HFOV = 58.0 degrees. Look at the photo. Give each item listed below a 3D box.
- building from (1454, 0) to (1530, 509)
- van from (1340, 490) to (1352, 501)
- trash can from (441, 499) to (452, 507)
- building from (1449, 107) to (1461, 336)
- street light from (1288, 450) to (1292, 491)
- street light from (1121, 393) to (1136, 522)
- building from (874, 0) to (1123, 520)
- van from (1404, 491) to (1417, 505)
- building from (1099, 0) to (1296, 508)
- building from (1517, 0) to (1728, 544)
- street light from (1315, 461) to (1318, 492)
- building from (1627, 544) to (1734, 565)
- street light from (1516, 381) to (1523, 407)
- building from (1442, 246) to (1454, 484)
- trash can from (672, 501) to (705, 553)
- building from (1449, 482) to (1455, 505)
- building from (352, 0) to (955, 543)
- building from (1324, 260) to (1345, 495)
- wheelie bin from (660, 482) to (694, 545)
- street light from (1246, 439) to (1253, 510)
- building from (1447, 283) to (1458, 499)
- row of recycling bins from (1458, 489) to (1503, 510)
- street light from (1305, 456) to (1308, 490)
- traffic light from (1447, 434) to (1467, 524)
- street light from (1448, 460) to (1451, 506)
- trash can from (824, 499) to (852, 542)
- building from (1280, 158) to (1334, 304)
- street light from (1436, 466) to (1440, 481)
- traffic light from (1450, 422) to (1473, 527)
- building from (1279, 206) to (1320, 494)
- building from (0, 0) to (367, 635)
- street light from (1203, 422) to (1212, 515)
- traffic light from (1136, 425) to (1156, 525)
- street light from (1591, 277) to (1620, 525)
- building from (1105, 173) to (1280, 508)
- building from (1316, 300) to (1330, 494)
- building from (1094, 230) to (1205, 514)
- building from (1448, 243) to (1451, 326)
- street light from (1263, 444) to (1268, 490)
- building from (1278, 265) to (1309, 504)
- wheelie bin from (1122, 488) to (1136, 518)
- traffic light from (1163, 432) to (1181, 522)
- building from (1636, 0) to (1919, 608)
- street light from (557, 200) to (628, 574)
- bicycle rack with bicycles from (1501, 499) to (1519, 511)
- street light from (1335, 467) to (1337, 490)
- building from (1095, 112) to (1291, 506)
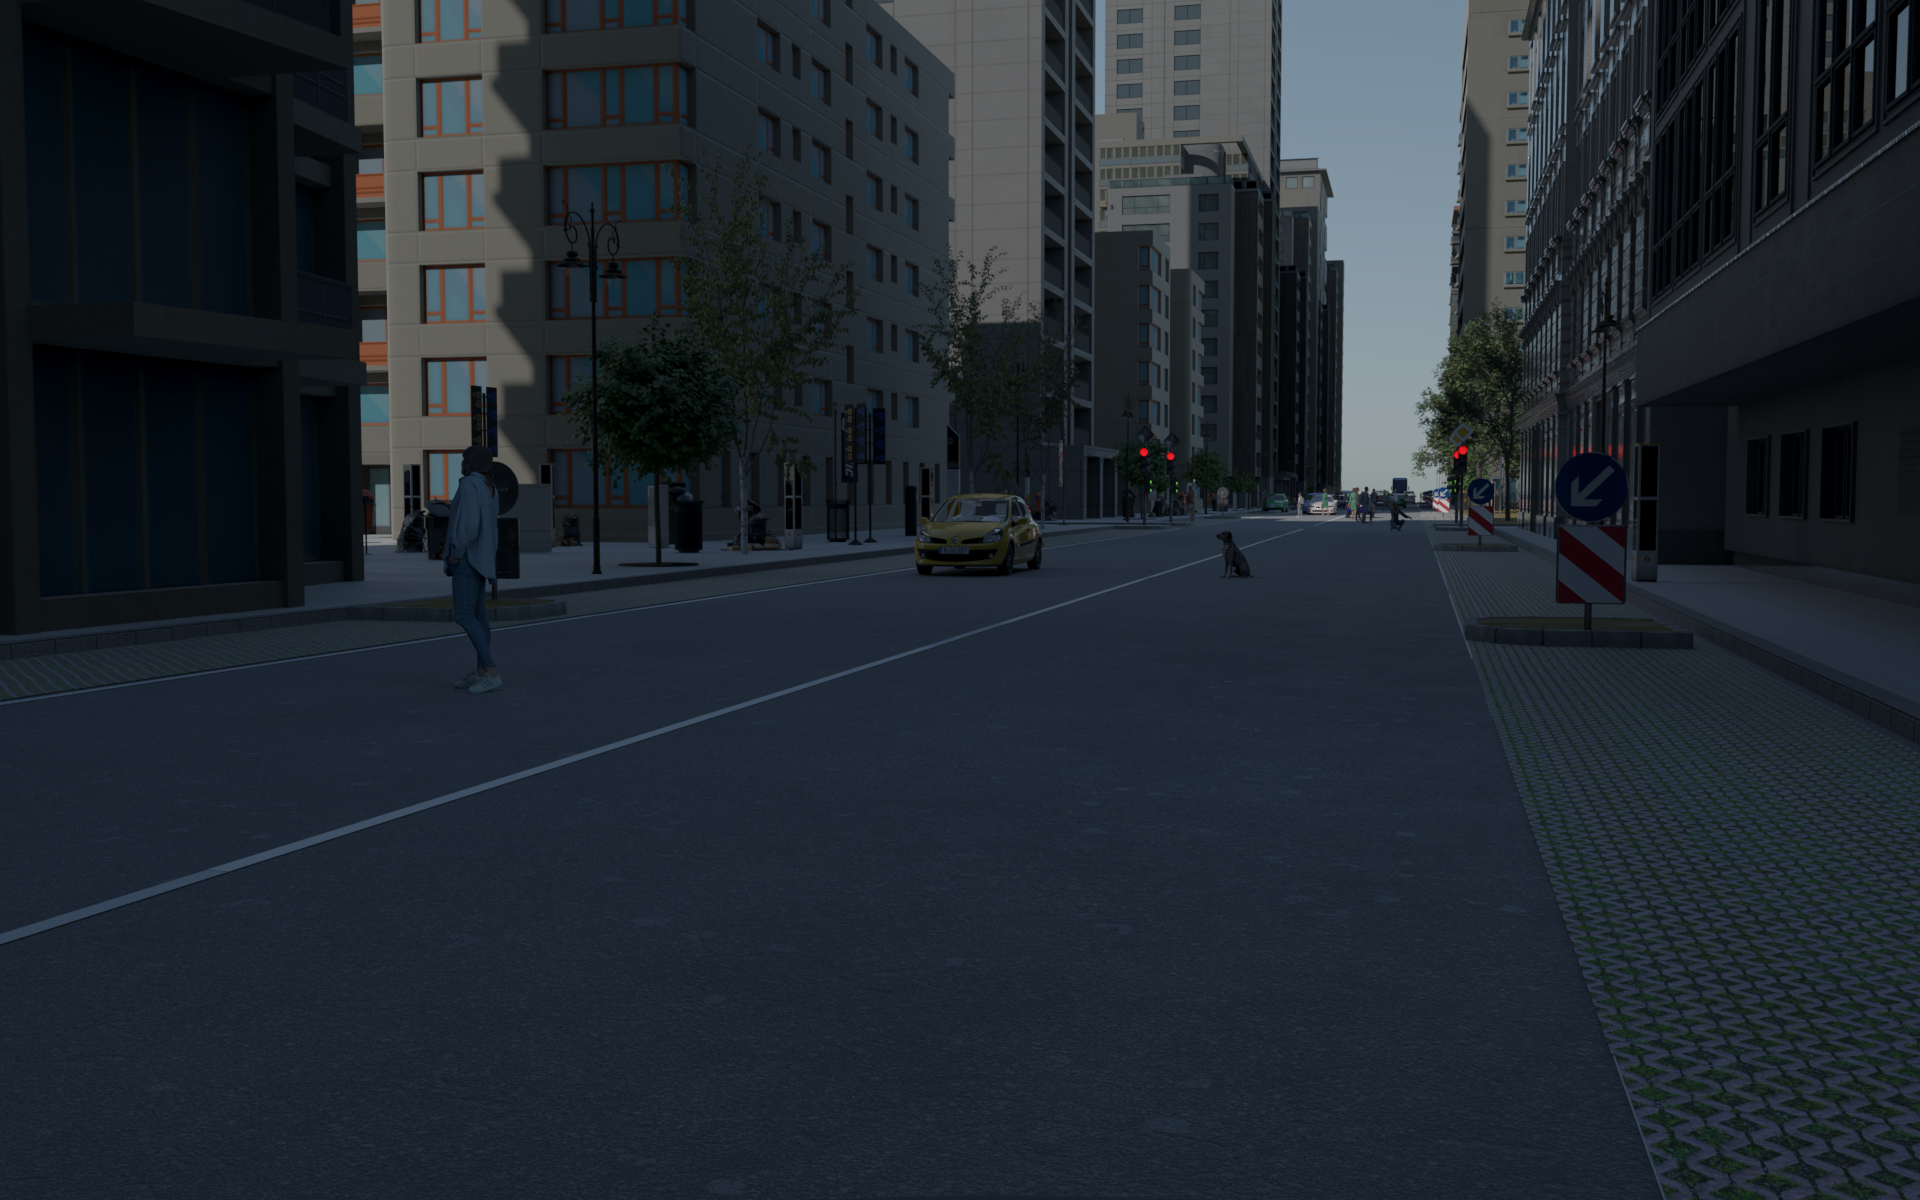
[{"bbox_3d":[56.037,-32.509,155.217,21.300,48.544,21.600,1,4,15],"label":"building"},{"bbox_3d":[41.700,-10.988,186.668,2.013,2.044,4.112,1,4,15],"label":"van"},{"bbox_3d":[-13.406,-2.071,45.520,0.748,1.137,0.748,0,3,0],"label":"trash can"},{"bbox_3d":[63.022,-32.129,179.930,22.147,44.769,28.867,1,4,15],"label":"building"},{"bbox_3d":[34.645,-12.810,182.234,0.468,5.910,1.993,1,4,15],"label":"street light"},{"bbox_3d":[7.686,-6.513,79.278,0.468,5.910,1.993,1,4,15],"label":"street light"},{"bbox_3d":[-1.094,-40.277,96.788,20.563,71.187,20.611,1,4,15],"label":"building"},{"bbox_3d":[60.851,-13.927,234.713,2.013,2.044,4.112,1,4,13],"label":"van"},{"bbox_3d":[28.536,-46.599,200.142,20.563,71.187,20.611,1,4,15],"label":"building"},{"bbox_3d":[23.659,-12.652,56.014,9.793,20.994,18.267,1,4,15],"label":"building"},{"bbox_3d":[48.117,-15.957,233.676,0.468,5.910,1.993,1,4,15],"label":"street light"},{"bbox_3d":[19.243,-11.570,38.321,9.793,20.994,18.267,1,4,15],"label":"building"},{"bbox_3d":[21.518,-5.716,66.239,0.468,5.910,1.993,1,4,15],"label":"street light"},{"bbox_3d":[91.654,-40.581,283.103,23.786,49.044,30.456,1,4,15],"label":"building"},{"bbox_3d":[-5.931,-1.602,37.849,0.748,1.137,0.748,0,3,0],"label":"trash can"},{"bbox_3d":[75.048,-31.375,204.857,32.217,40.220,23.993,1,4,15],"label":"building"},{"bbox_3d":[-17.690,-13.264,61.904,28.899,21.520,27.650,1,4,15],"label":"building"},{"bbox_3d":[57.995,-37.455,295.983,14.154,41.232,14.086,1,4,15],"label":"building"},{"bbox_3d":[-7.263,-2.213,44.096,0.980,1.594,0.693,-1,4,-18],"label":"wheelie bin"},{"bbox_3d":[22.847,-10.049,137.088,0.468,5.910,1.993,1,4,15],"label":"street light"},{"bbox_3d":[73.569,-28.332,234.933,14.160,30.474,14.107,1,4,15],"label":"building"},{"bbox_3d":[41.067,-7.926,136.695,3.534,1.692,1.069,2,4,26],"label":"row of recycling bins"},{"bbox_3d":[42.227,-14.582,211.197,0.468,5.910,1.993,1,4,15],"label":"street light"},{"bbox_3d":[21.596,-5.282,75.287,0.839,4.253,0.868,1,4,15],"label":"traffic light"},{"bbox_3d":[54.297,-13.421,192.226,0.468,5.910,1.993,1,4,15],"label":"street light"},{"bbox_3d":[-3.260,-2.119,46.297,0.748,1.137,0.748,0,3,0],"label":"trash can"},{"bbox_3d":[44.297,-42.062,276.949,28.713,52.752,27.495,1,4,15],"label":"building"},{"bbox_3d":[83.070,-20.111,301.597,0.468,5.910,1.993,1,4,15],"label":"street light"},{"bbox_3d":[19.571,-4.810,67.562,0.839,4.253,0.868,1,4,15],"label":"traffic light"},{"bbox_3d":[42.266,-34.085,240.881,14.154,41.232,14.086,1,4,15],"label":"building"},{"bbox_3d":[-18.902,-21.909,12.835,22.147,44.769,28.867,1,4,15],"label":"building"},{"bbox_3d":[15.400,-8.277,108.124,0.468,5.910,1.993,1,4,15],"label":"street light"},{"bbox_3d":[7.560,-5.001,70.682,0.839,4.253,0.868,1,4,15],"label":"traffic light"},{"bbox_3d":[13.793,-3.935,37.127,0.468,5.910,1.993,1,4,15],"label":"street light"},{"bbox_3d":[21.492,-23.761,160.186,14.160,30.474,14.107,1,4,15],"label":"building"},{"bbox_3d":[46.913,-29.584,255.397,14.160,30.474,14.107,1,4,15],"label":"building"},{"bbox_3d":[2.886,-17.494,131.059,27.650,21.520,28.899,1,4,15],"label":"building"},{"bbox_3d":[83.233,-36.673,254.225,22.147,44.769,28.867,1,4,15],"label":"building"},{"bbox_3d":[27.041,-11.037,153.237,0.468,5.910,1.993,1,4,15],"label":"street light"},{"bbox_3d":[36.074,-27.255,217.326,14.160,30.474,14.107,1,4,15],"label":"building"},{"bbox_3d":[9.180,-5.289,94.378,0.693,1.594,0.980,-1,4,-12],"label":"wheelie bin"},{"bbox_3d":[9.585,-5.473,78.408,0.839,4.253,0.868,1,4,15],"label":"traffic light"},{"bbox_3d":[15.868,-13.674,17.073,14.314,27.812,24.014,1,4,15],"label":"building"},{"bbox_3d":[-5.824,-3.353,27.603,0.468,5.910,1.993,1,4,15],"label":"street light"},{"bbox_3d":[41.359,-7.047,128.600,2.852,0.926,2.925,-3,5,-42],"label":"bicycle rack with bicycles"},{"bbox_3d":[63.331,-19.491,291.460,0.468,5.910,1.993,1,4,15],"label":"street light"},{"bbox_3d":[17.991,-29.905,180.831,32.217,40.220,23.993,1,4,15],"label":"building"}]
